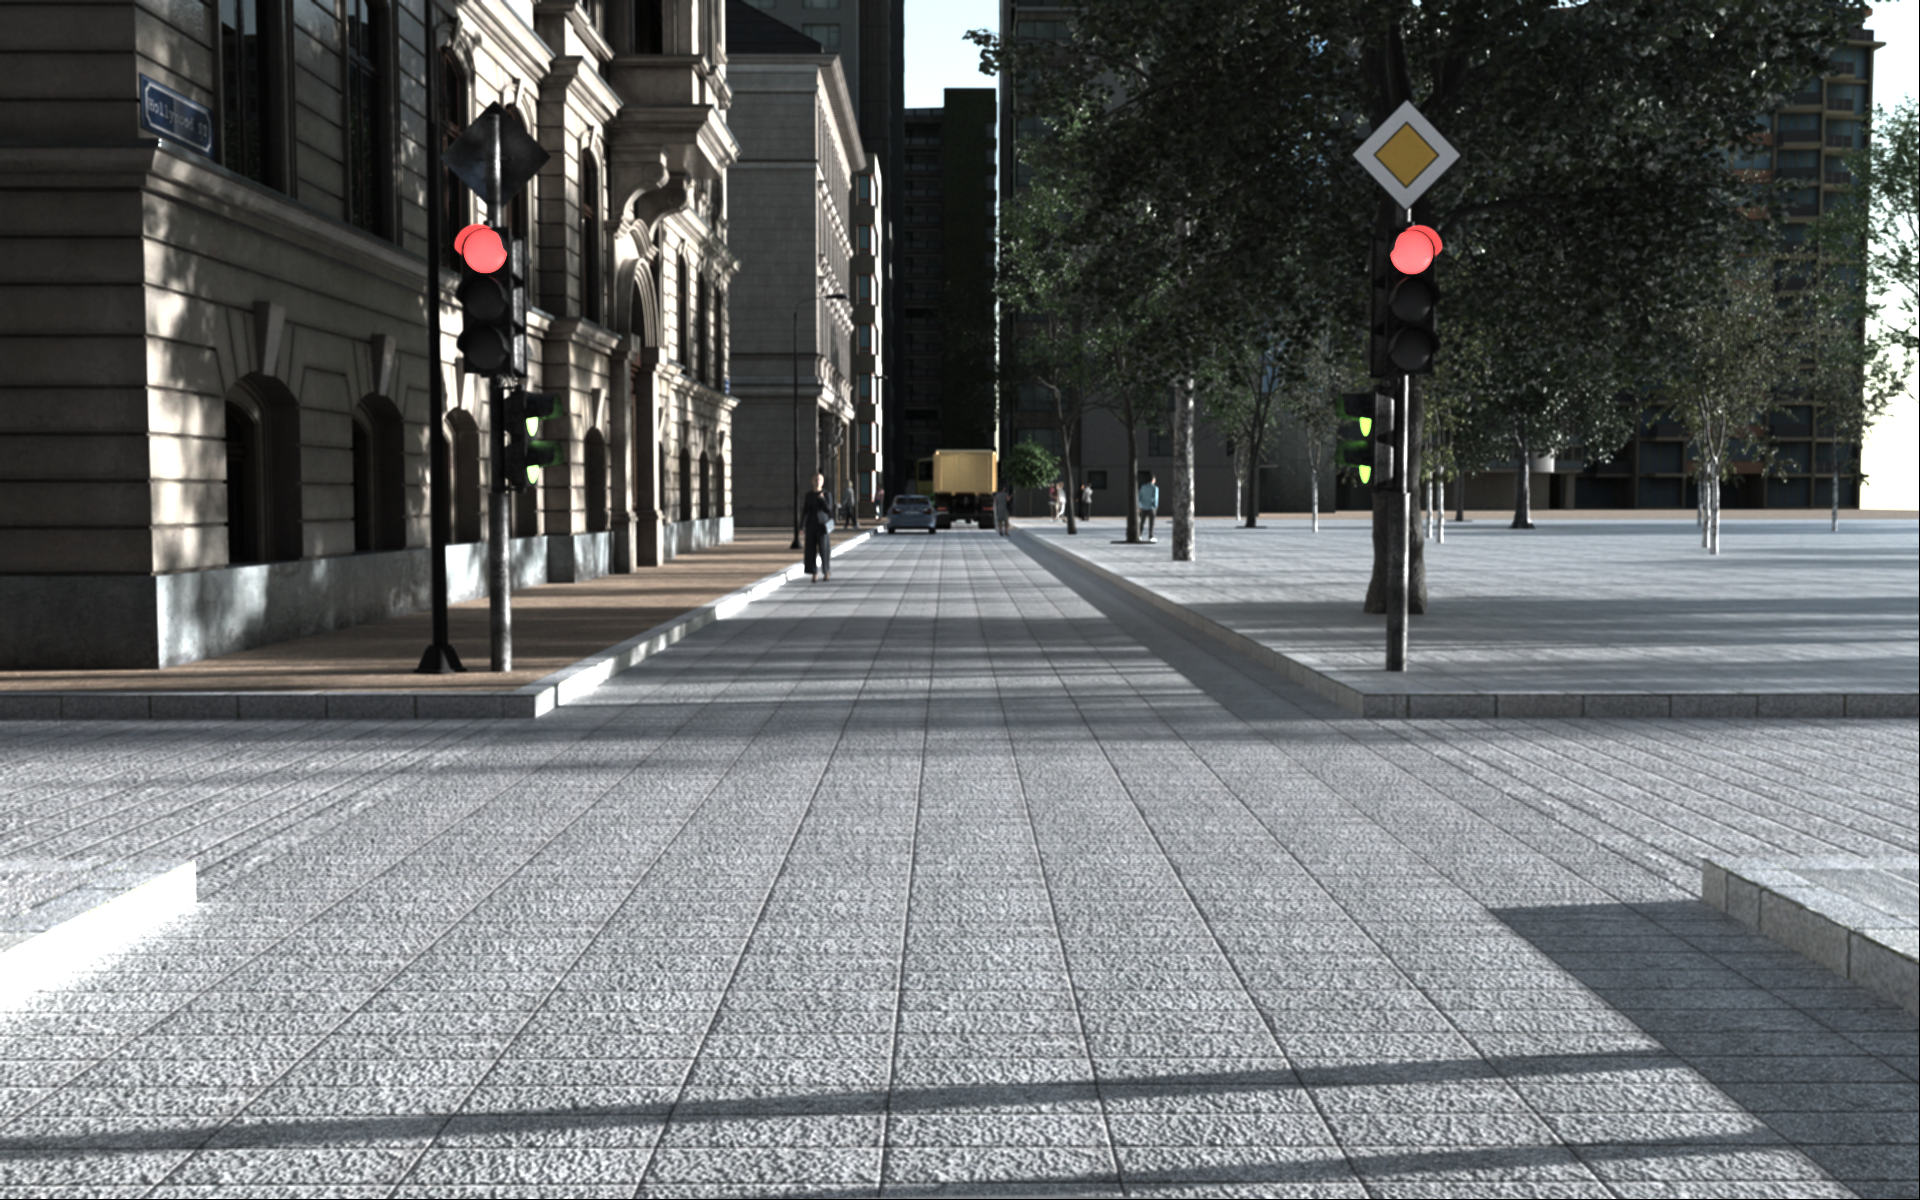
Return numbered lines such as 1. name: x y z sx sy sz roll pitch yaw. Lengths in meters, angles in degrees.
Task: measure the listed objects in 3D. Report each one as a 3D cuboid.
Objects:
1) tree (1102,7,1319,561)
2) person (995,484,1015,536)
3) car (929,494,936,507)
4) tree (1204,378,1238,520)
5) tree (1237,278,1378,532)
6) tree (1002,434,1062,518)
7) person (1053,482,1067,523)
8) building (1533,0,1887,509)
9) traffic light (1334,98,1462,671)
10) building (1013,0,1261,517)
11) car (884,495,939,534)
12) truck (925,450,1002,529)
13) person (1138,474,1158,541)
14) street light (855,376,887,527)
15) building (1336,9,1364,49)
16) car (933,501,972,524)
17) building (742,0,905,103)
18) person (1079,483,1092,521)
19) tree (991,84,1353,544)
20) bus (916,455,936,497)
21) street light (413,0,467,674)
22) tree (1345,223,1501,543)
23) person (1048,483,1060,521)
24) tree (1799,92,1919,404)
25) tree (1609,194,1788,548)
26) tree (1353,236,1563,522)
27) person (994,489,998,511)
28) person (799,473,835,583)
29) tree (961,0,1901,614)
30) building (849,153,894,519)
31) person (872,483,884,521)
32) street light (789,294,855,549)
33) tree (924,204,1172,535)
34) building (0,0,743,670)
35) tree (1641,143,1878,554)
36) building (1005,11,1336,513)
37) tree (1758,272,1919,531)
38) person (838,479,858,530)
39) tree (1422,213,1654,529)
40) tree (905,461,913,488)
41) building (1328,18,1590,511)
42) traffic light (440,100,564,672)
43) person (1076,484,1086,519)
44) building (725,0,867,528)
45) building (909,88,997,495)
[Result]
1. tree: 5.687 -10.790 32.309 12.611 20.169 13.585 0 3 0
2. person: 1.567 -3.075 59.135 0.716 1.782 0.532 2 4 27
3. car: -1.012 -5.297 95.409 1.959 1.807 4.718 0 4 1
4. tree: 13.926 -8.235 85.003 4.360 8.622 3.978 0 3 0
5. tree: 12.022 -6.582 57.974 4.360 8.622 3.978 0 3 0
6. tree: 3.743 -6.804 94.961 4.285 4.588 4.351 0 3 0
7. person: 4.485 -4.393 77.752 0.818 1.842 0.514 -2 4 -24
8. building: 64.563 -30.470 152.812 28.867 44.769 22.147 0 4 0
9. traffic light: 3.156 -1.441 12.485 0.839 4.253 0.868 0 4 0
10. building: 10.135 -20.346 104.352 14.160 30.474 14.107 0 4 0
11. car: -1.757 -3.129 63.164 2.014 1.417 4.499 0 4 -2
12. truck: 0.180 -4.793 74.285 3.469 3.379 9.791 0 4 0
13. person: 5.088 -2.516 47.197 0.660 1.820 0.620 2 4 33
14. street light: -3.566 -5.847 68.138 1.470 5.913 1.316 0 4 0
15. building: 35.499 -45.374 180.123 20.611 71.187 20.563 0 4 0
16. car: -0.341 -4.683 85.363 1.959 1.807 4.718 0 4 -1
17. building: -11.108 -26.896 123.351 14.154 41.232 14.086 0 4 0
18. person: 6.029 -4.696 83.000 0.592 1.802 0.473 -1 4 -19
19. tree: 4.367 -7.281 44.795 9.928 11.665 9.643 0 3 0
20. bus: -1.206 -7.110 107.798 2.896 3.916 12.252 0 4 1
21. street light: -3.210 -2.433 12.318 1.470 5.913 1.316 0 4 0
22. tree: 12.452 -5.817 45.476 4.737 8.622 4.395 0 3 0
23. person: 4.508 -4.714 83.084 0.580 1.828 0.573 -2 4 -33
24. tree: 25.749 -7.278 44.746 9.928 11.665 9.643 0 3 0
25. tree: 17.676 -5.561 41.284 4.737 8.622 4.395 0 3 0
26. tree: 23.512 -10.413 80.618 12.009 13.543 11.850 0 3 0
27. person: 2.854 -7.636 131.624 0.721 1.736 1.217 2 4 26
28. person: -2.330 -1.177 28.171 0.576 1.772 0.534 0 4 -4
29. tree: 4.847 -6.833 18.380 9.857 13.997 8.962 0 3 0
30. building: -18.192 -15.744 102.454 27.650 21.520 28.899 0 4 0
31. person: -3.886 -4.636 81.845 0.555 1.821 0.388 1 4 20
32. street light: -3.276 -4.145 40.310 1.470 5.913 1.316 0 4 0
33. tree: 3.341 -7.375 55.002 7.601 10.594 8.767 3 5 45
34. building: -11.125 -12.825 28.780 14.460 24.649 34.723 0 4 0
35. tree: 16.057 -5.260 36.367 4.360 8.622 3.978 0 3 0
36. building: 14.967 -49.703 125.316 22.319 86.520 31.000 0 4 0
37. tree: 30.498 -6.684 59.644 4.360 8.622 3.978 0 3 0
38. person: -3.941 -3.354 61.067 0.728 1.800 0.709 1 4 22
39. tree: 20.860 -8.989 63.986 9.611 12.733 9.660 0 3 0
40. tree: -5.399 -9.589 140.493 4.285 4.588 4.351 0 3 0
41. building: 38.170 -27.852 147.265 23.993 40.220 32.217 0 4 0
42. traffic light: -3.305 -1.438 12.427 0.839 4.253 0.868 0 4 0
43. person: 6.373 -5.169 90.586 0.705 1.821 1.348 -2 4 -26
44. building: -9.781 -13.184 66.475 10.553 20.767 40.483 0 4 0
45. building: -3.329 -30.240 178.015 14.086 41.232 14.154 0 4 0
